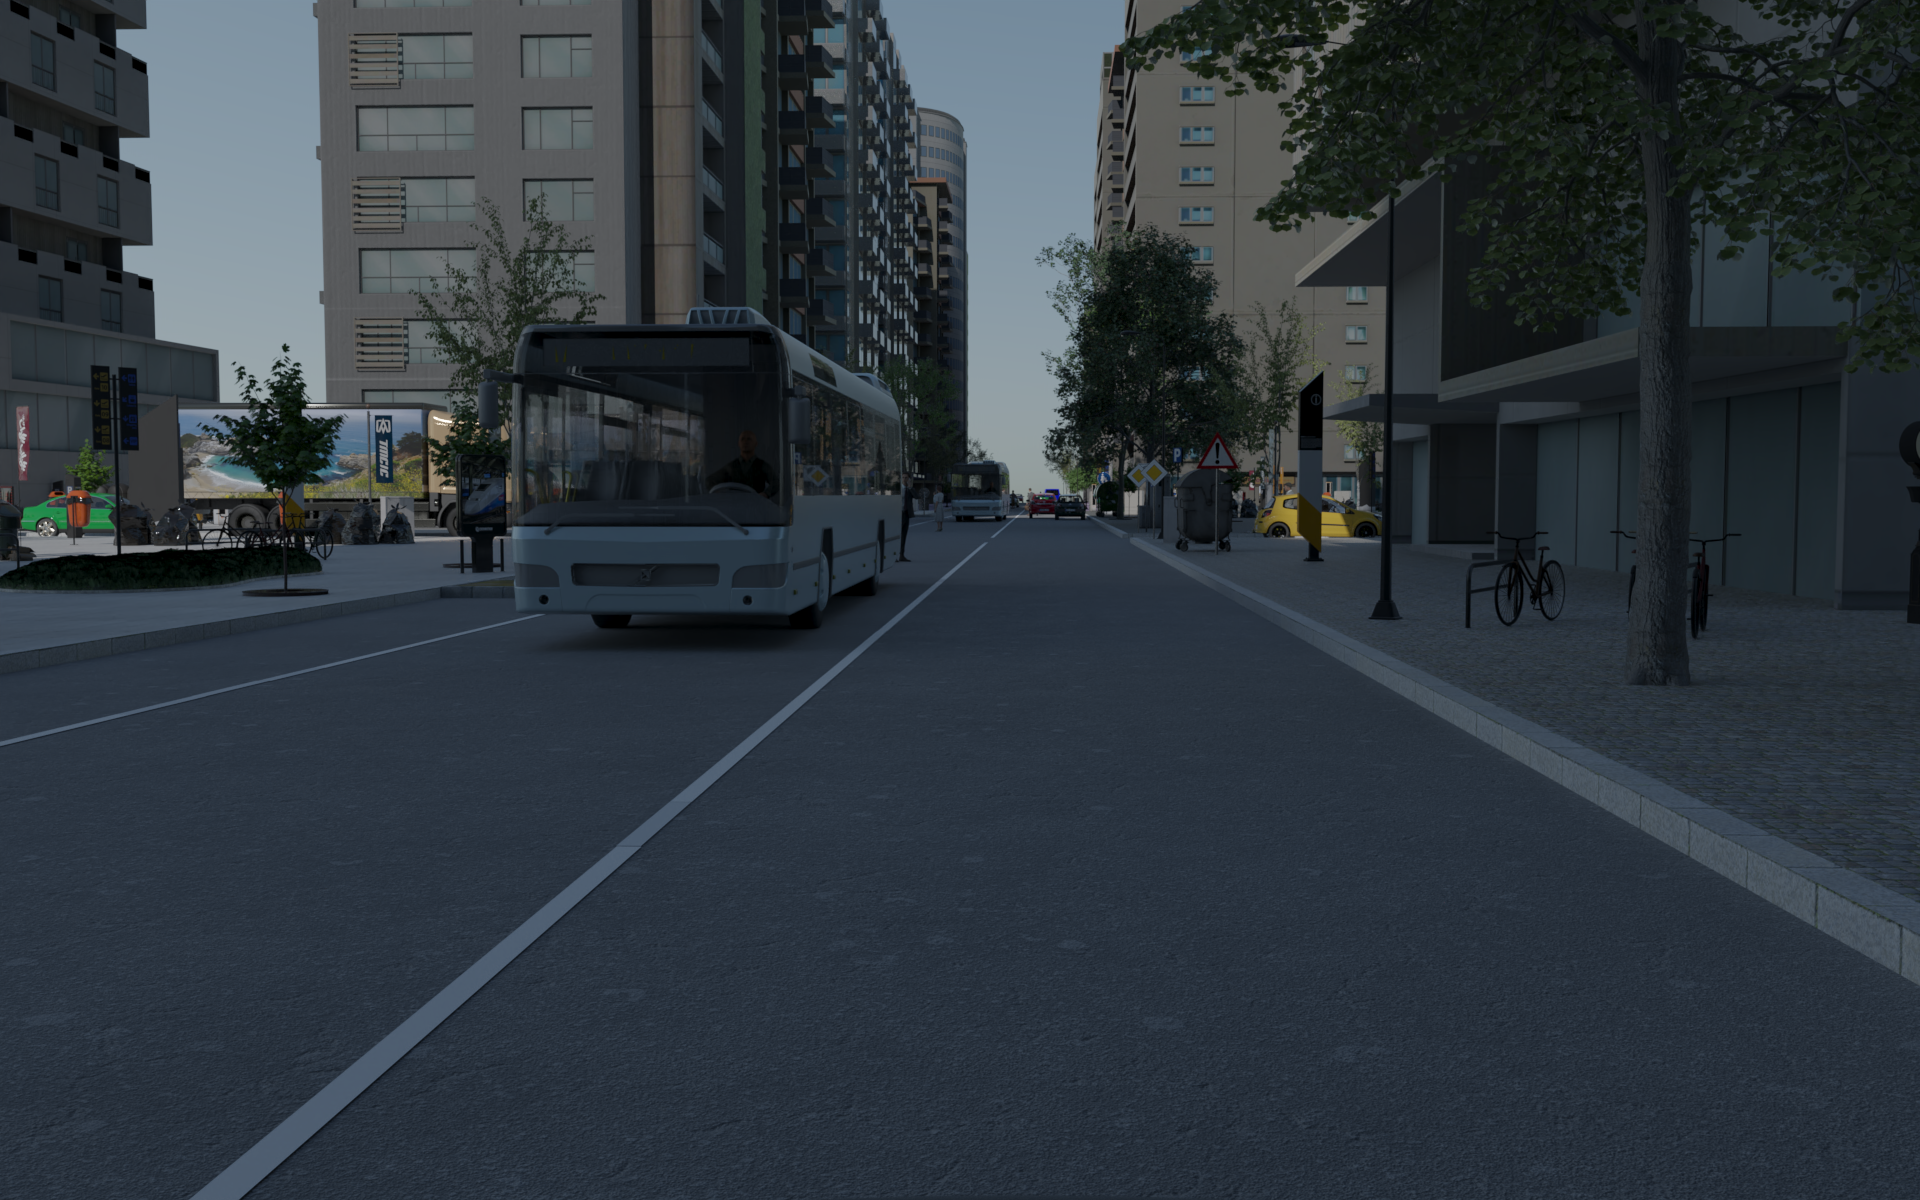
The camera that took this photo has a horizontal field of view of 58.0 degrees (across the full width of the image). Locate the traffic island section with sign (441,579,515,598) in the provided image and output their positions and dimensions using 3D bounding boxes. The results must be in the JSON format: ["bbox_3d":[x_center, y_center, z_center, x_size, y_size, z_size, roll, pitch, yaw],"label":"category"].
[{"bbox_3d":[-6.135,-0.987,24.767,1.989,1.847,2.006,0,4,3],"label":"traffic island section with sign"}]

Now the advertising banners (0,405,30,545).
[{"bbox_3d":[-19.197,-2.366,34.867,2.074,3.025,0.090,3,4,37],"label":"advertising banners"}]

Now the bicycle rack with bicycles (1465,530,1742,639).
[{"bbox_3d":[6.269,-0.214,16.879,2.852,0.926,2.925,2,4,33],"label":"bicycle rack with bicycles"}]

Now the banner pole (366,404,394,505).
[{"bbox_3d":[-16.196,-3.560,48.227,0.863,3.779,0.401,-1,4,-16],"label":"banner pole"}]

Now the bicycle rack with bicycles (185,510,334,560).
[{"bbox_3d":[-13.323,-1.220,33.334,2.852,0.926,2.925,2,4,32],"label":"bicycle rack with bicycles"}]

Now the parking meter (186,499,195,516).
[{"bbox_3d":[-35.864,-4.424,80.737,0.372,1.533,0.369,0,3,0],"label":"parking meter"}]

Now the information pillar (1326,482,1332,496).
[{"bbox_3d":[22.725,-6.251,106.695,0.304,2.012,0.304,2,4,31],"label":"information pillar"}]

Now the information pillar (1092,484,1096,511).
[{"bbox_3d":[9.986,-7.628,129.202,0.304,2.012,0.304,0,4,1],"label":"information pillar"}]

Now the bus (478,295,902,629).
[{"bbox_3d":[-2.546,-1.616,21.283,2.948,3.499,13.247,0,4,3],"label":"bus"}]

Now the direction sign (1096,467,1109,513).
[{"bbox_3d":[8.956,-7.140,108.741,0.876,3.537,0.379,-2,4,-25],"label":"direction sign"}]

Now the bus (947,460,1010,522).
[{"bbox_3d":[1.175,-6.016,93.217,2.948,3.499,13.247,0,4,4],"label":"bus"}]

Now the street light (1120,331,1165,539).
[{"bbox_3d":[5.262,-4.700,49.382,1.470,5.913,1.316,0,4,3],"label":"street light"}]

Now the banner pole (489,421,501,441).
[{"bbox_3d":[-13.324,-3.619,49.185,0.401,3.779,0.863,3,4,36],"label":"banner pole"}]

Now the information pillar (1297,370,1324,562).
[{"bbox_3d":[6.655,-2.538,32.859,0.504,3.616,0.183,-1,4,-12],"label":"information pillar"}]

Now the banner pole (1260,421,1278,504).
[{"bbox_3d":[10.634,-4.212,58.888,0.401,3.779,0.863,2,4,31],"label":"banner pole"}]

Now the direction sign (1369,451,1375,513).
[{"bbox_3d":[21.759,-6.085,91.487,0.379,3.537,0.876,0,4,-6],"label":"direction sign"}]

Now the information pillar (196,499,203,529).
[{"bbox_3d":[-26.675,-4.240,60.681,0.183,3.616,0.504,-1,4,-9],"label":"information pillar"}]

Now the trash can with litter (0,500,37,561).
[{"bbox_3d":[-18.234,-1.346,33.393,1.055,1.170,0.624,2,4,26],"label":"trash can with litter"}]

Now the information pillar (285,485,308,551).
[{"bbox_3d":[-14.776,-2.878,38.416,0.183,3.616,0.504,2,4,31],"label":"information pillar"}]

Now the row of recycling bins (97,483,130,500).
[{"bbox_3d":[-31.209,-3.559,65.301,3.534,1.692,1.069,1,4,14],"label":"row of recycling bins"}]

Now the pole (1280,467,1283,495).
[{"bbox_3d":[24.292,-8.374,130.764,0.158,3.312,0.155,0,3,0],"label":"pole"}]

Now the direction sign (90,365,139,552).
[{"bbox_3d":[-15.012,-2.375,30.832,0.379,3.537,0.876,2,4,30],"label":"direction sign"}]

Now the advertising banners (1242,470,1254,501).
[{"bbox_3d":[20.768,-8.028,127.449,2.074,3.025,0.090,0,4,-6],"label":"advertising banners"}]

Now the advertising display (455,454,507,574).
[{"bbox_3d":[-7.810,-1.411,28.288,0.123,1.923,0.974,2,4,33],"label":"advertising display"}]

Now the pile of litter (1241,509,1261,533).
[{"bbox_3d":[10.151,-2.638,57.100,1.719,0.858,1.176,3,5,39],"label":"pile of litter"}]

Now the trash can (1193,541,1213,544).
[{"bbox_3d":[6.301,-2.023,44.723,0.748,1.137,0.748,0,3,0],"label":"trash can"}]

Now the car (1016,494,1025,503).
[{"bbox_3d":[9.732,-17.163,289.646,2.155,1.783,4.494,0,4,3],"label":"car"}]

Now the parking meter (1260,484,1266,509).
[{"bbox_3d":[17.988,-5.925,102.587,0.255,1.863,0.399,-1,4,-22],"label":"parking meter"}]

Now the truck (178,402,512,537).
[{"bbox_3d":[-18.629,-3.995,54.225,11.283,4.237,2.839,0,4,1],"label":"truck"}]

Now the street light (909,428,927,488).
[{"bbox_3d":[-2.980,-9.091,121.183,1.470,5.913,1.316,0,4,3],"label":"street light"}]

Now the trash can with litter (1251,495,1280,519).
[{"bbox_3d":[15.870,-4.709,88.043,2.233,1.210,1.678,1,4,13],"label":"trash can with litter"}]

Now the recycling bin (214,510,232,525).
[{"bbox_3d":[-30.528,-3.640,72.063,0.722,1.027,0.722,1,4,17],"label":"recycling bin"}]

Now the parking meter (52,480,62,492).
[{"bbox_3d":[-38.373,-4.159,73.703,0.399,1.863,0.255,0,4,-6],"label":"parking meter"}]

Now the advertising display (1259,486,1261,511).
[{"bbox_3d":[22.663,-7.585,129.230,0.123,1.923,0.974,-2,4,-33],"label":"advertising display"}]

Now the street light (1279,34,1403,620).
[{"bbox_3d":[3.831,-2.759,17.647,1.470,5.913,1.316,0,4,3],"label":"street light"}]

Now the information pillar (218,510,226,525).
[{"bbox_3d":[-30.184,-4.057,70.816,0.304,2.012,0.304,-2,4,-25],"label":"information pillar"}]

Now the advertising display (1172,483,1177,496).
[{"bbox_3d":[13.417,-6.138,105.575,0.974,1.923,0.123,-1,4,-17],"label":"advertising display"}]

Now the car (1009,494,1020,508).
[{"bbox_3d":[5.397,-10.615,185.359,2.131,1.459,4.920,0,4,4],"label":"car"}]

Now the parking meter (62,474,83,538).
[{"bbox_3d":[-25.767,-2.732,50.381,0.399,1.863,0.255,1,4,20],"label":"parking meter"}]

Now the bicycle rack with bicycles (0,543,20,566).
[{"bbox_3d":[-17.407,-0.958,29.039,2.852,0.926,2.925,2,4,31],"label":"bicycle rack with bicycles"}]

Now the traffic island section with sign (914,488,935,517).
[{"bbox_3d":[-2.167,-6.027,107.162,1.989,1.847,2.006,0,4,3],"label":"traffic island section with sign"}]

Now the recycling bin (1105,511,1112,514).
[{"bbox_3d":[9.348,-5.991,110.509,0.722,1.027,0.722,0,4,0],"label":"recycling bin"}]

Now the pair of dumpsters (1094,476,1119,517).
[{"bbox_3d":[8.332,-5.781,97.019,1.574,2.255,4.437,0,4,3],"label":"pair of dumpsters"}]
